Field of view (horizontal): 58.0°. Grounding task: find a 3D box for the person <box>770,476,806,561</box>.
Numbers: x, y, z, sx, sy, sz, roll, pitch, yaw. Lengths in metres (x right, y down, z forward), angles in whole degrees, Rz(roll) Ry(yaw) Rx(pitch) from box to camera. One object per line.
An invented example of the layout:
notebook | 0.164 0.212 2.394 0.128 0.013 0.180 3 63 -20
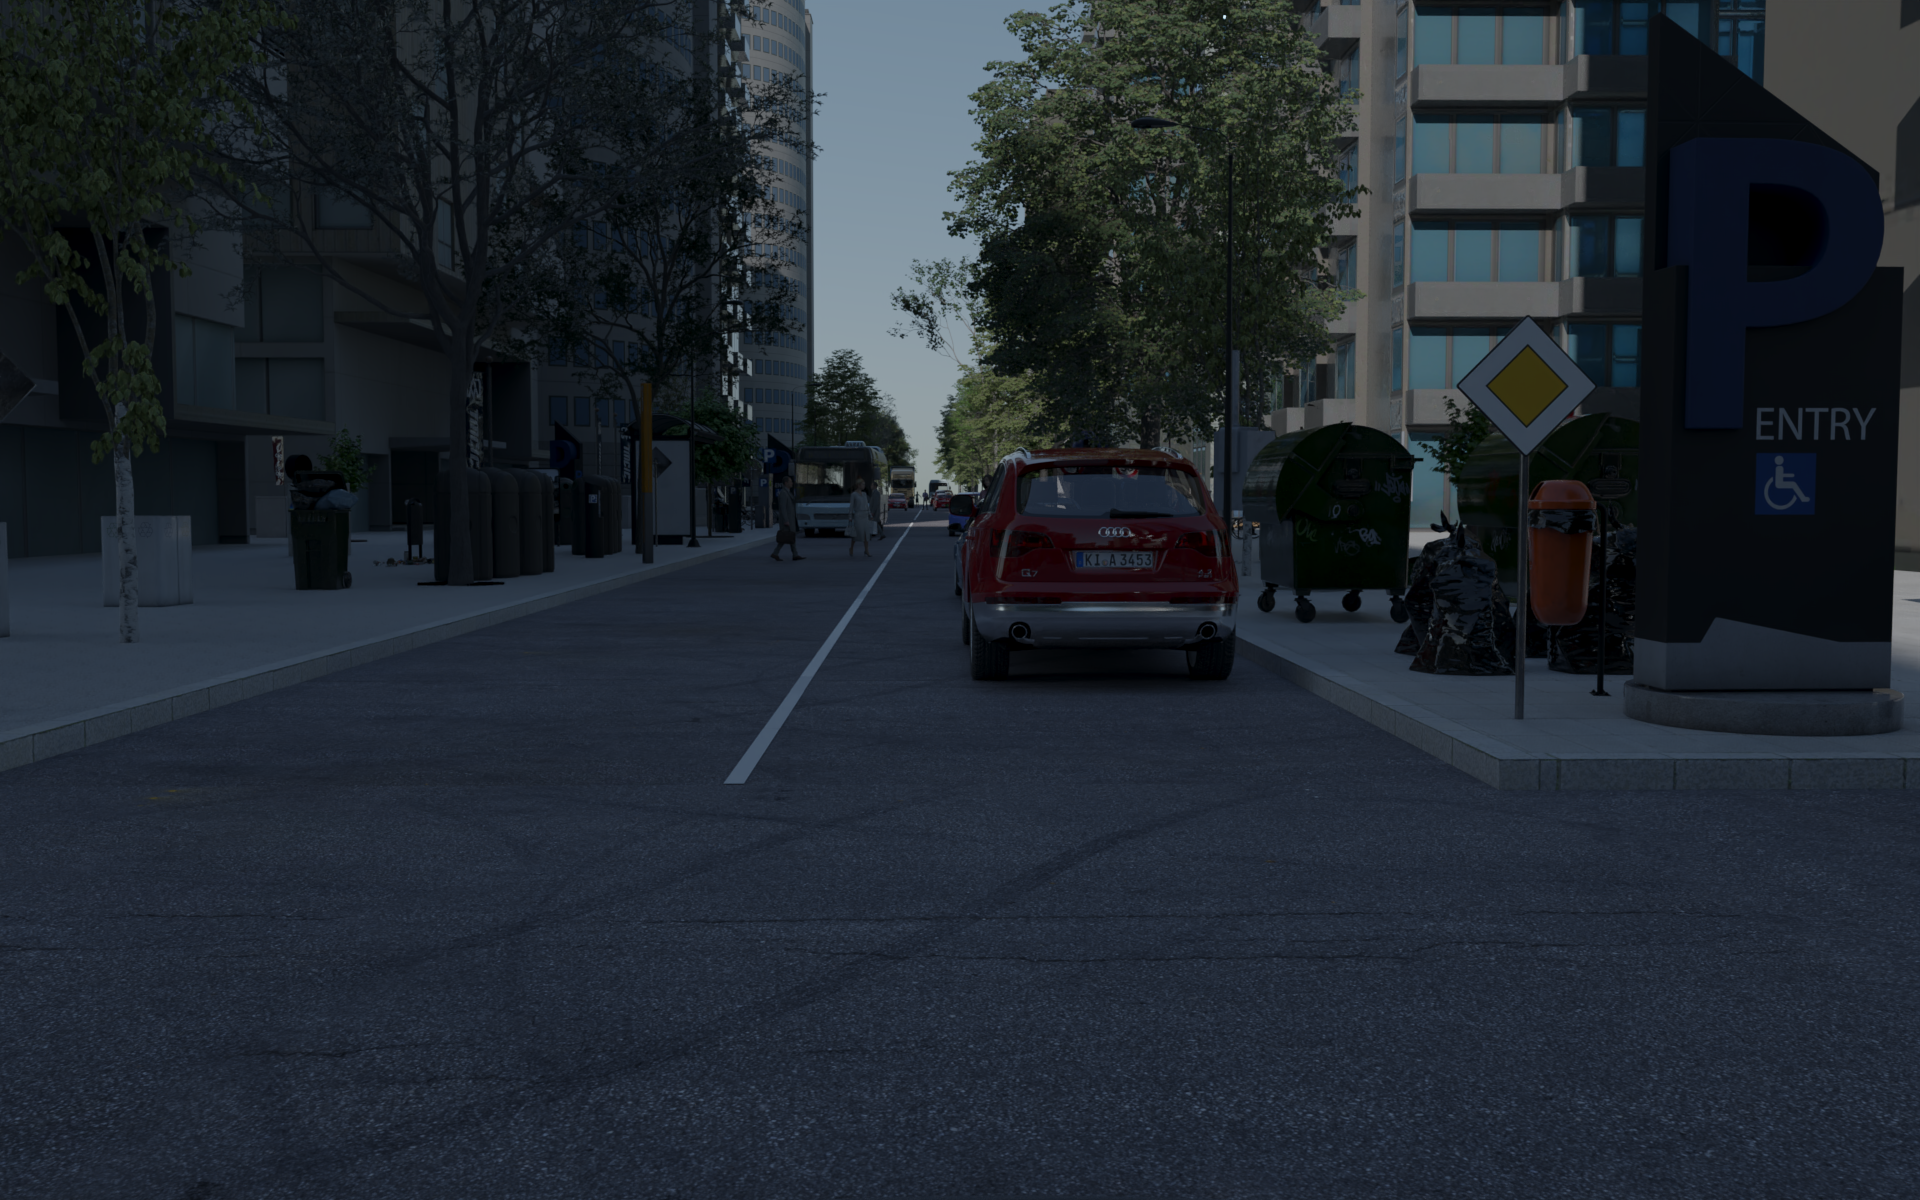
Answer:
person | -3.685 -1.748 37.184 0.767 1.812 0.694 0 4 0

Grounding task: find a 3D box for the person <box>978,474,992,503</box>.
person | 0.541 -1.581 34.353 0.555 1.821 0.388 0 4 8

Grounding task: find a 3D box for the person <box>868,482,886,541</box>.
person | -2.661 -2.744 53.462 0.767 1.812 0.694 0 4 -4

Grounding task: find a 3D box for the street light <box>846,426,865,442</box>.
street light | -7.191 -8.906 118.151 1.470 5.913 1.316 0 4 -1

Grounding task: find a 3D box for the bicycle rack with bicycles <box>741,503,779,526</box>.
bicycle rack with bicycles | -8.306 -3.521 70.948 2.925 0.926 2.852 -2 4 -28

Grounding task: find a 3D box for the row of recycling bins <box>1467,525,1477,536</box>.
row of recycling bins | 11.145 -1.649 34.072 1.069 1.692 3.534 -1 4 -16

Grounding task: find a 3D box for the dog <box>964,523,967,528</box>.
dog | 0.160 -1.321 38.434 0.513 0.831 0.800 1 4 9

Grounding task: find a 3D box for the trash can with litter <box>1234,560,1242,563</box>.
trash can with litter | 4.263 -1.317 32.597 2.233 1.210 1.678 3 5 45

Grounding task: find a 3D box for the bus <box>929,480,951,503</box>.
bus | -2.705 -14.212 227.218 2.948 3.499 13.247 0 4 0

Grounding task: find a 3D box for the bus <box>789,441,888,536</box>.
bus | -4.083 -4.088 61.692 2.948 3.499 13.247 0 4 0

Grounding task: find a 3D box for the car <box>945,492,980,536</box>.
car | 0.450 -3.076 59.885 1.945 1.707 3.694 0 3 0

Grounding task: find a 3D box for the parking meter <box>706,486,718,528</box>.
parking meter | -9.252 -3.601 64.586 0.399 1.863 0.255 -2 4 -28

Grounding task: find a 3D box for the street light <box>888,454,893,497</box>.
street light | -8.454 -13.991 201.293 1.470 5.913 1.316 0 4 -1

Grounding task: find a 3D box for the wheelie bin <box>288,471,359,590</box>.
wheelie bin | -8.584 -0.942 23.308 0.980 1.594 0.693 0 4 -1

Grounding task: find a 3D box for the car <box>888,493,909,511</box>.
car | -5.423 -8.549 148.809 2.155 1.783 4.494 0 4 -2

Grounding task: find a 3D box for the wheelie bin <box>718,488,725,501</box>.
wheelie bin | -11.602 -4.560 82.468 0.693 1.594 0.980 0 4 7

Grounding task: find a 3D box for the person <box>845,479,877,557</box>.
person | -2.281 -1.887 39.703 0.694 1.780 0.624 -2 4 -29

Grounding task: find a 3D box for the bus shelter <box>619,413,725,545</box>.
bus shelter | -7.568 -3.191 46.095 2.014 3.302 5.546 0 4 -1

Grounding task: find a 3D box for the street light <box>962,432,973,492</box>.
street light | 1.120 -9.596 129.437 1.470 5.913 1.316 0 4 -1

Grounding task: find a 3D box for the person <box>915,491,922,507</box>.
person | -4.639 -10.815 186.107 1.217 1.735 0.721 -2 4 -29

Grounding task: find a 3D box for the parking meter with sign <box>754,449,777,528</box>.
parking meter with sign | -7.387 -4.237 65.533 0.543 3.016 1.738 0 4 6

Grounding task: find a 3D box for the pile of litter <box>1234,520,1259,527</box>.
pile of litter | 11.050 -3.176 65.898 1.719 0.858 1.176 3 5 40

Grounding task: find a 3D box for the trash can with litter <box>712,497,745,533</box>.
trash can with litter | -7.753 -2.840 57.821 1.055 1.170 0.624 -2 4 -30

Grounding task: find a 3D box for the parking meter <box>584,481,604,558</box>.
parking meter | -7.338 -1.610 34.734 0.372 1.533 0.369 0 3 0

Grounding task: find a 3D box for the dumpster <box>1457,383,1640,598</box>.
dumpster | 5.586 -0.819 15.878 1.502 2.255 1.985 0 4 -1

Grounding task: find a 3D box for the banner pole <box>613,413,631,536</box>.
banner pole | -10.434 -3.886 53.558 0.863 3.779 0.401 -3 5 -39

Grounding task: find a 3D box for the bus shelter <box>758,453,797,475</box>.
bus shelter | -8.095 -5.275 80.170 2.014 3.302 5.546 0 4 -1

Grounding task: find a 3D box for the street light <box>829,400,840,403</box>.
street light | -6.648 -6.943 86.058 1.470 5.913 1.316 0 4 -1

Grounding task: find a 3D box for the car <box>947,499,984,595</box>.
car | 0.855 -0.676 23.059 2.014 1.417 4.499 0 4 -3

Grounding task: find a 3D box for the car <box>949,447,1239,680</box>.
car | 1.053 -0.379 14.878 2.281 1.827 5.304 0 4 -1

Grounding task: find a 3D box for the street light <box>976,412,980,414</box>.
street light | 1.623 -7.688 98.237 1.470 5.913 1.316 0 4 -1

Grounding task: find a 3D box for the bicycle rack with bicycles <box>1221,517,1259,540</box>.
bicycle rack with bicycles | 8.479 -2.189 49.173 2.925 0.926 2.852 1 4 21

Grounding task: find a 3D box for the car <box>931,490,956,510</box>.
car | -1.431 -8.991 155.671 2.281 1.827 5.304 0 4 -1

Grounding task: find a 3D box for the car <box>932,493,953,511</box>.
car | -1.316 -8.362 145.751 2.155 1.783 4.494 0 4 -2

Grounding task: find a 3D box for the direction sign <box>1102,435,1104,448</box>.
direction sign | 4.084 -3.518 49.523 0.379 3.537 0.876 0 4 4

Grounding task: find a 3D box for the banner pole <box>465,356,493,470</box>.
banner pole | -8.654 -2.525 31.303 0.401 3.779 0.863 2 4 30

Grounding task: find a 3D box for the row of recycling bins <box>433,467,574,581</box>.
row of recycling bins | -7.202 -1.222 27.095 1.069 1.692 3.534 0 4 6

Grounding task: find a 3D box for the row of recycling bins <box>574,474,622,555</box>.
row of recycling bins | -7.930 -1.885 37.933 1.069 1.692 3.534 -1 4 -8

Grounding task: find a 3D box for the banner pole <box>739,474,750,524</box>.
banner pole | -9.385 -5.197 74.995 0.863 3.779 0.401 2 4 24

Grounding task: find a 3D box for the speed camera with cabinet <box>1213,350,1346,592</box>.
speed camera with cabinet | 4.347 -1.783 23.481 0.660 3.252 2.038 -3 4 -36

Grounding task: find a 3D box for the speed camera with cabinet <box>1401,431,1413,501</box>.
speed camera with cabinet | 13.261 -3.694 54.729 2.038 3.252 0.660 1 4 16

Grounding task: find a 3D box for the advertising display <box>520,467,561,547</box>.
advertising display | -10.219 -2.258 42.127 0.974 1.923 0.123 -1 4 -16

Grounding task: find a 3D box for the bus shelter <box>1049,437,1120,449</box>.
bus shelter | 4.136 -3.973 58.887 2.014 3.302 5.546 0 4 -1

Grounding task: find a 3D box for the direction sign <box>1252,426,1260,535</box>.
direction sign | 9.094 -3.791 53.972 0.379 3.537 0.876 -1 4 -22

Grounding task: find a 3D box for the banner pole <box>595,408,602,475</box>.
banner pole | -10.431 -3.674 50.081 0.401 3.779 0.863 -1 4 -22

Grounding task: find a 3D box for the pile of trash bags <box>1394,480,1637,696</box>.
pile of trash bags | 4.164 -0.166 12.468 1.912 1.369 3.447 1 4 12

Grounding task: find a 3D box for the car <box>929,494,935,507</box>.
car | -2.585 -11.685 200.087 2.155 1.783 4.494 0 4 -3

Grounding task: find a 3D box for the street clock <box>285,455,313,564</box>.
street clock | -12.120 -1.665 31.789 0.358 2.002 0.471 1 4 22

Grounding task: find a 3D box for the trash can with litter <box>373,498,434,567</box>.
trash can with litter | -10.203 -1.257 31.609 1.678 1.210 2.233 0 4 4

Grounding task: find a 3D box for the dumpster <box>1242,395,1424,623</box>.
dumpster | 3.832 -0.944 17.932 1.502 2.255 1.985 0 4 -1

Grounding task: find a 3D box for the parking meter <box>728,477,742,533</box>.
parking meter | -7.379 -3.128 56.860 0.399 1.863 0.255 1 4 20

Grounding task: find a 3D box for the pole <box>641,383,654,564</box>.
pole | -5.774 -2.330 31.939 0.158 3.312 0.155 0 3 0

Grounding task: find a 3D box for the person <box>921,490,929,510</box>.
person | -3.120 -8.986 155.293 0.709 1.838 0.599 0 4 -3

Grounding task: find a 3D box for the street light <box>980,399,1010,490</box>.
street light | 1.836 -6.815 83.960 1.470 5.913 1.316 0 4 -1

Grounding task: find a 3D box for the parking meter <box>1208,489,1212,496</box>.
parking meter | 10.959 -4.177 76.707 0.372 1.533 0.369 0 3 0

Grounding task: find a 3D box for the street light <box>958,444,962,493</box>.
street light | 0.589 -11.535 161.144 1.470 5.913 1.316 0 4 -1
